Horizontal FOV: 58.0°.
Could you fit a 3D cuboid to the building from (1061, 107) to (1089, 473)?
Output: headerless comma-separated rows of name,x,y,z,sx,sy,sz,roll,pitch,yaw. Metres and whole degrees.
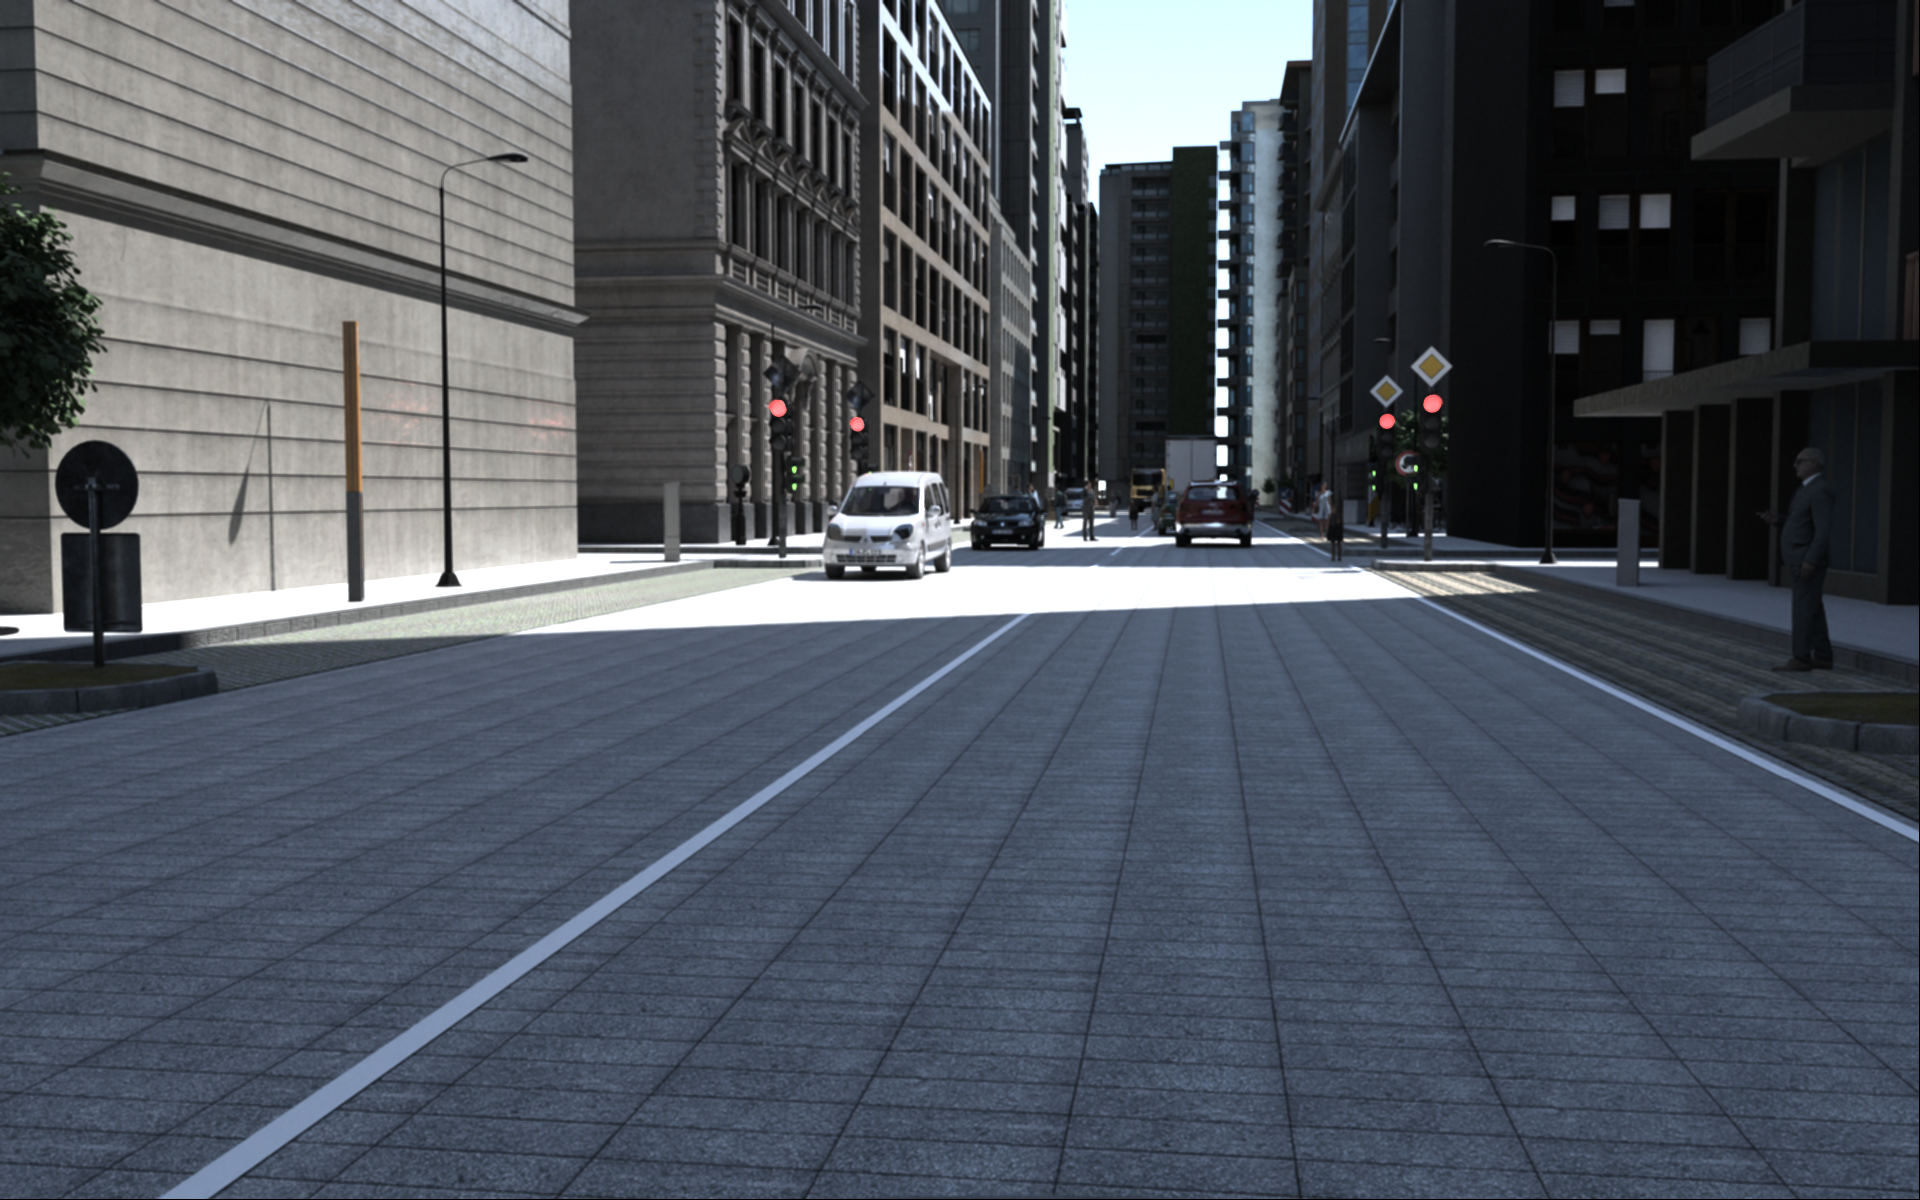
building,6.676,-30.738,186.159,14.086,41.232,14.154,0,4,8

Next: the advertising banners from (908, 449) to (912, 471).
advertising banners,-2.112,-4.309,66.644,0.090,3.025,2.074,1,4,14

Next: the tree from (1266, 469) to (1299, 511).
tree,24.701,-8.379,131.606,1.663,3.219,1.824,0,3,0

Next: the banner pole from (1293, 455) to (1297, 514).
banner pole,21.512,-7.414,111.231,0.401,3.779,0.863,0,4,-7

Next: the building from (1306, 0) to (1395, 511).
building,32.338,-28.927,123.065,14.600,45.320,14.200,0,4,8

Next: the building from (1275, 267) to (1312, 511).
building,41.081,-18.326,144.673,27.650,21.520,28.899,0,4,8

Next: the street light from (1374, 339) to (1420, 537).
street light,13.093,-4.856,51.944,1.470,5.913,1.316,0,4,8

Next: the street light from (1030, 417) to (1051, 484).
street light,4.805,-8.098,104.938,1.470,5.913,1.316,0,4,8

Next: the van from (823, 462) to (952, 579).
van,-1.226,-1.439,30.539,2.013,2.044,4.112,1,4,9

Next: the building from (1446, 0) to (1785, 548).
building,21.978,-13.201,45.517,15.834,23.373,12.332,0,4,8

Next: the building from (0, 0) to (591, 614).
building,-29.830,-15.406,28.302,44.131,29.872,17.030,0,4,8

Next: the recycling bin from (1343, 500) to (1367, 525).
recycling bin,16.721,-3.715,73.294,0.722,1.027,0.722,-3,5,-41

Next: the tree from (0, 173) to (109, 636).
tree,-9.412,-1.956,15.699,4.285,4.588,4.351,0,3,0

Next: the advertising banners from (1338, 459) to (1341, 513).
advertising banners,16.774,-4.917,76.577,0.090,3.025,2.074,1,4,10

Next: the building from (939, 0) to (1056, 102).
building,-0.718,-26.987,124.831,14.154,41.232,14.086,0,4,8

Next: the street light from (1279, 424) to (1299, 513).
street light,21.741,-8.681,114.470,1.470,5.913,1.316,0,4,8

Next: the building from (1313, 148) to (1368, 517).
building,27.351,-16.821,103.903,11.050,23.489,19.941,0,4,8

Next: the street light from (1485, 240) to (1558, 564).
street light,10.299,-3.624,31.796,1.470,5.913,1.316,0,4,8

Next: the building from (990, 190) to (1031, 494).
building,-1.645,-15.421,106.887,10.420,20.320,16.860,0,4,8

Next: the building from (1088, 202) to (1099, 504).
building,5.871,-32.203,218.392,23.993,40.220,32.217,0,4,8

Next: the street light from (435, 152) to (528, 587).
street light,-6.559,-3.134,23.777,1.470,5.913,1.316,0,4,8

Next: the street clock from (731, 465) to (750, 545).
street clock,-5.488,-2.370,43.317,0.471,2.002,0.358,3,5,41

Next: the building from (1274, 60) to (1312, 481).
building,42.996,-31.700,172.920,22.147,44.769,28.867,0,4,8

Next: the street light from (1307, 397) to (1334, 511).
street light,17.336,-6.763,83.122,1.470,5.913,1.316,0,4,8

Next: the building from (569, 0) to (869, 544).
building,-9.694,-13.750,53.687,11.050,23.489,19.941,0,4,8

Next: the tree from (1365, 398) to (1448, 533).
tree,15.287,-4.544,58.000,4.285,4.588,4.351,0,3,0

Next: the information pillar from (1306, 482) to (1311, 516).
information pillar,20.846,-6.062,103.601,0.304,2.012,0.304,1,4,17

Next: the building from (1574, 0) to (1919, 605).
building,19.894,-22.034,14.888,22.147,44.769,28.867,0,4,8

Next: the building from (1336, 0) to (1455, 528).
building,25.468,-15.855,78.290,14.314,24.678,30.058,0,4,8

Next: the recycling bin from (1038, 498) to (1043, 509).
recycling bin,5.114,-6.394,117.088,0.722,1.027,0.722,-2,4,-28

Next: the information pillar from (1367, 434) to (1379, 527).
information pillar,16.164,-4.668,67.683,0.504,3.616,0.183,-2,4,-33

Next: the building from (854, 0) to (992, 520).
building,-10.136,-16.971,81.988,19.350,26.468,34.151,0,4,8

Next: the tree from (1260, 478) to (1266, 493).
tree,30.006,-10.664,168.955,1.663,3.219,1.824,0,3,0

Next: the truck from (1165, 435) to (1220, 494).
truck,11.851,-6.073,88.211,2.839,4.237,11.283,1,4,8

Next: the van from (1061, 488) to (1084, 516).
van,7.613,-6.569,114.421,2.013,2.044,4.112,0,4,7

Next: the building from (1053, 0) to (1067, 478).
building,-5.233,-34.056,146.052,28.713,52.752,27.495,0,4,8

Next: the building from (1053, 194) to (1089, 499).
building,4.866,-24.151,166.574,14.160,30.474,14.107,0,4,8

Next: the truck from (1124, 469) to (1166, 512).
truck,14.778,-8.522,135.254,3.469,3.379,9.791,1,4,9

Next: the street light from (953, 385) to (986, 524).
street light,0.406,-6.192,73.782,1.470,5.913,1.316,0,4,8

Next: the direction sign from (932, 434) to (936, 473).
direction sign,-0.981,-4.532,66.097,0.379,3.537,0.876,0,4,-8

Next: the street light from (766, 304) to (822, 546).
street light,-4.069,-4.287,42.637,1.470,5.913,1.316,0,4,8

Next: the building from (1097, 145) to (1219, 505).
building,23.610,-32.001,206.803,14.086,41.232,14.154,0,4,8
